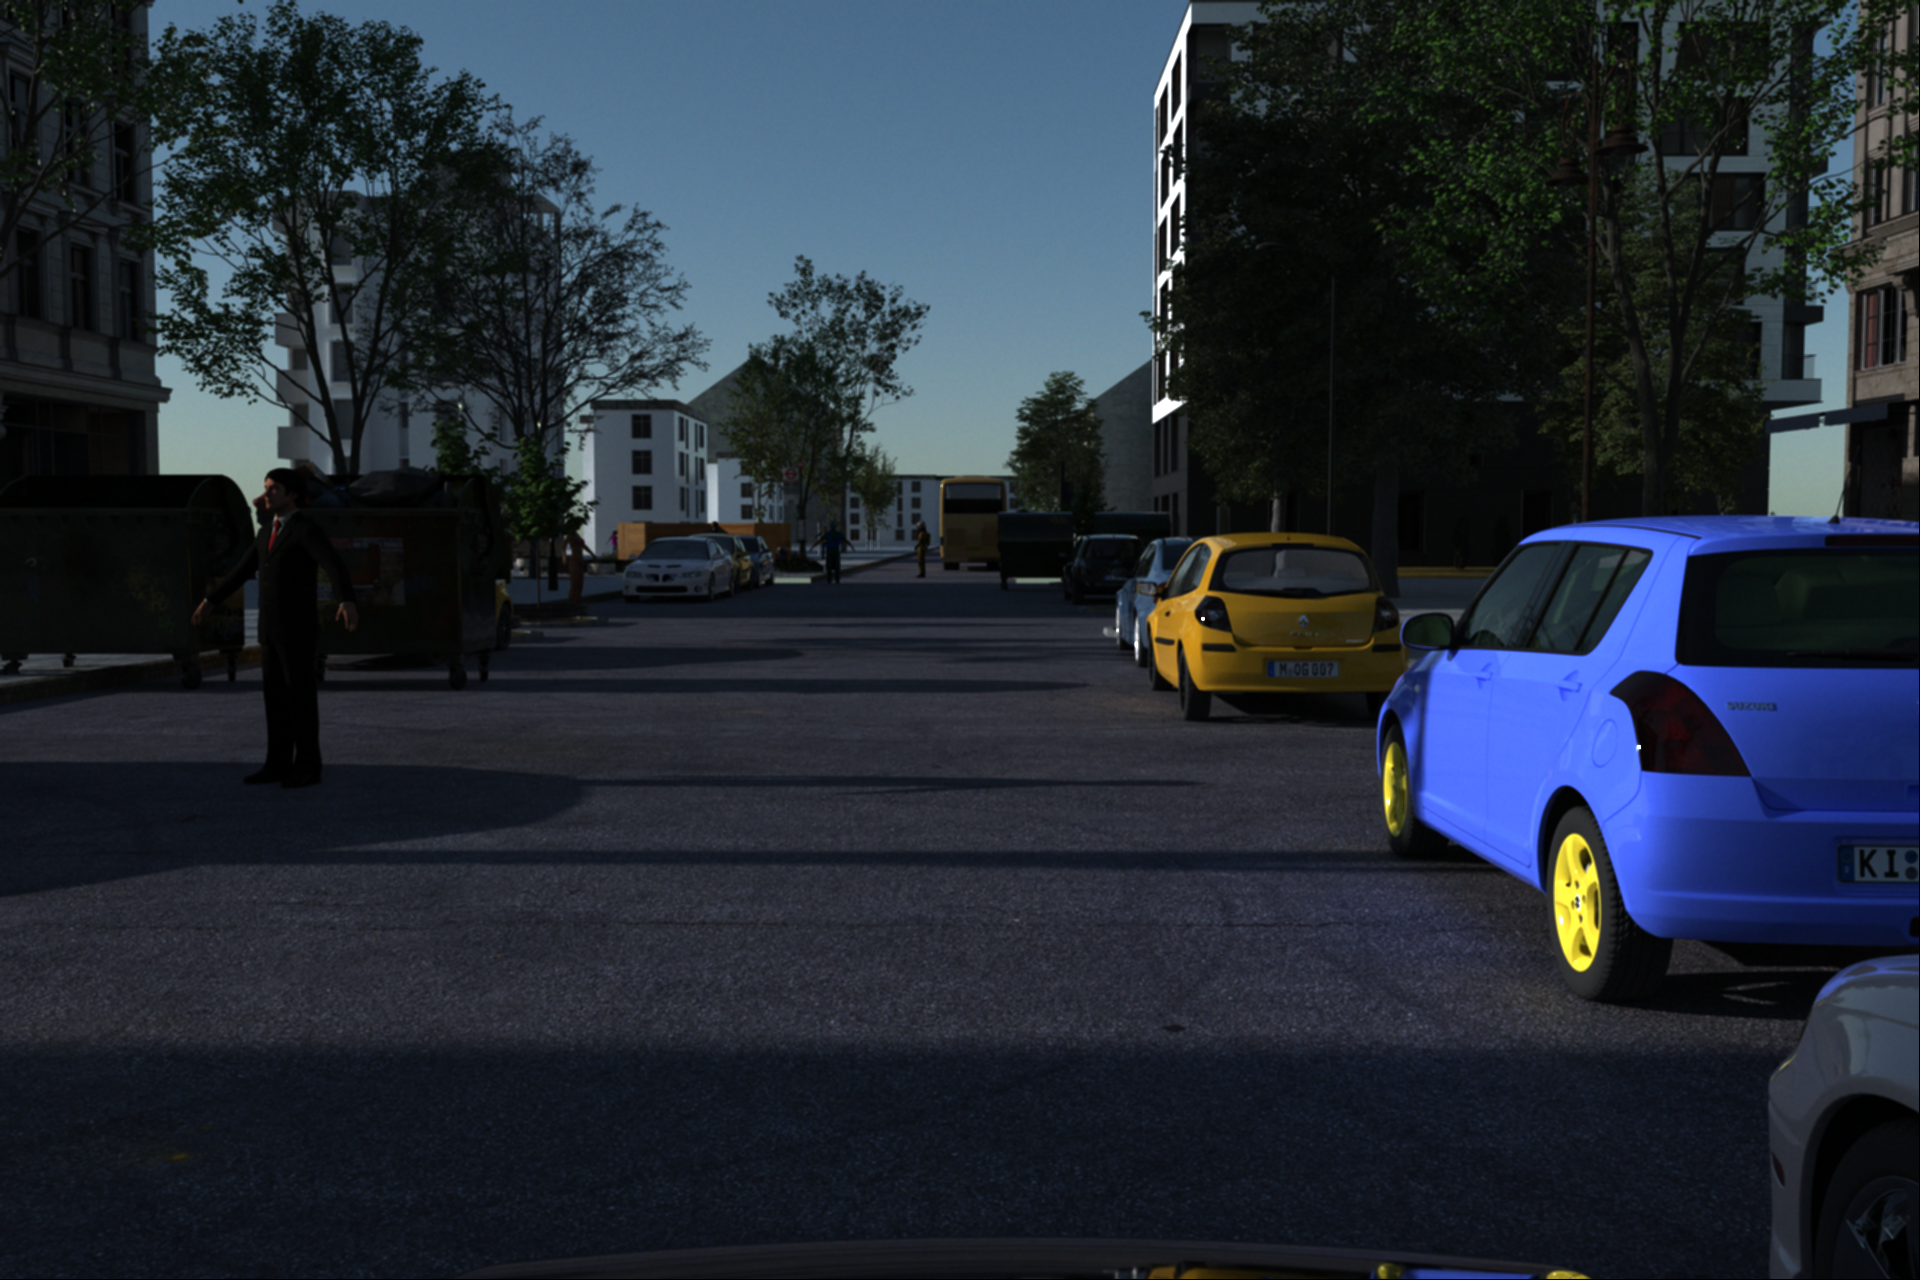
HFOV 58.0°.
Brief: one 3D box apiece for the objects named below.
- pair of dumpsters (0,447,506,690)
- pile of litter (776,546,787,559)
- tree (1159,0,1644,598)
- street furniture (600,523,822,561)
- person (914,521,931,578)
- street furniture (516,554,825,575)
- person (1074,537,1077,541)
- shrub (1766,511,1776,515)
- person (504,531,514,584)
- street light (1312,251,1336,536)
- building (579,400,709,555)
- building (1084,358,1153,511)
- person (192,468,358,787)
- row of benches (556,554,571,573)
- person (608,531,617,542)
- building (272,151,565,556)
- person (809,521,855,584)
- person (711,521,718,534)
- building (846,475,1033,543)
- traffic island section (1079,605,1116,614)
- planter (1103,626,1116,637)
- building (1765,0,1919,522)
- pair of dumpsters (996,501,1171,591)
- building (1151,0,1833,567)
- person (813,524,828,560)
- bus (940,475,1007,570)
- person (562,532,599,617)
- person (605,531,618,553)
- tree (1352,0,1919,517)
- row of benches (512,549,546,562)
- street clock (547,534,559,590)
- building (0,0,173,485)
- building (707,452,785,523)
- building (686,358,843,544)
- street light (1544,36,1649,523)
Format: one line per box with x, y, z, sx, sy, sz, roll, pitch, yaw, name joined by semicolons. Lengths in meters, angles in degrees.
-6.648;-0.693;16.289;4.436;2.255;1.574;0;4;1;pair of dumpsters
-6.176;-2.951;62.214;1.176;0.858;1.719;0;4;2;pile of litter
8.549;-7.835;34.753;9.857;13.997;8.962;0;3;0;tree
-9.925;-3.929;71.089;11.010;1.723;9.812;3;5;44;street furniture
-1.290;-2.985;57.023;0.705;1.858;1.354;0;4;7;person
-9.569;-2.509;56.650;10.072;0.657;5.734;0;4;1;street furniture
5.426;-4.142;73.868;1.345;1.843;0.704;-1;4;-14;person
27.587;-3.359;58.966;1.661;2.075;1.752;0;3;0;shrub
-11.826;-2.328;44.839;0.721;1.736;1.217;-1;4;-12;person
6.507;-3.377;27.751;1.470;5.913;1.316;0;4;1;street light
-22.232;-11.015;122.236;9.099;9.664;28.070;0;3;0;building
24.767;-23.163;209.645;19.493;23.208;18.063;0;4;1;building
-3.871;-0.077;9.910;1.347;1.806;0.705;2;4;30;person
-11.590;-2.161;50.795;1.422;0.672;4.104;-1;4;-12;row of benches
-16.466;-4.780;84.377;1.346;1.802;0.704;-1;4;-15;person
-27.994;-14.108;87.091;16.016;20.090;11.380;0;4;1;building
-3.646;-2.513;49.677;1.347;1.817;0.704;-1;4;-16;person
-8.935;-3.412;62.512;0.721;1.740;1.216;0;4;-6;person
-3.610;-18.403;245.500;28.070;9.664;9.099;0;4;-3;building
3.200;-0.547;31.812;1.991;0.108;1.994;0;4;1;traffic island section
3.056;-0.214;24.632;1.991;0.319;1.994;0;4;1;planter
28.648;-17.962;39.785;12.429;33.558;17.177;0;4;1;building
3.148;-2.406;44.290;4.436;2.255;1.574;0;4;1;pair of dumpsters
22.952;-14.609;82.838;27.936;21.610;32.646;0;4;1;building
-6.651;-4.838;85.568;1.216;1.772;0.721;0;4;-7;person
0.535;-4.895;71.579;2.896;3.916;12.252;0;4;0;bus
-6.597;-1.273;30.075;0.721;1.733;1.217;1;4;15;person
-15.688;-4.252;78.794;0.991;1.433;0.599;1;4;15;person
8.862;-5.873;21.783;9.928;11.665;9.643;0;3;0;tree
-17.834;-3.364;70.465;1.422;0.672;4.104;0;4;8;row of benches
-9.272;-2.132;39.423;0.358;2.002;0.471;0;4;1;street clock
-28.069;-11.040;30.474;10.553;20.879;40.483;0;4;1;building
-23.904;-15.248;191.456;9.099;9.664;28.070;0;4;1;building
-24.862;-23.895;221.618;19.493;23.208;18.063;0;4;0;building
6.099;-2.690;16.771;0.468;5.910;1.993;0;4;1;street light
